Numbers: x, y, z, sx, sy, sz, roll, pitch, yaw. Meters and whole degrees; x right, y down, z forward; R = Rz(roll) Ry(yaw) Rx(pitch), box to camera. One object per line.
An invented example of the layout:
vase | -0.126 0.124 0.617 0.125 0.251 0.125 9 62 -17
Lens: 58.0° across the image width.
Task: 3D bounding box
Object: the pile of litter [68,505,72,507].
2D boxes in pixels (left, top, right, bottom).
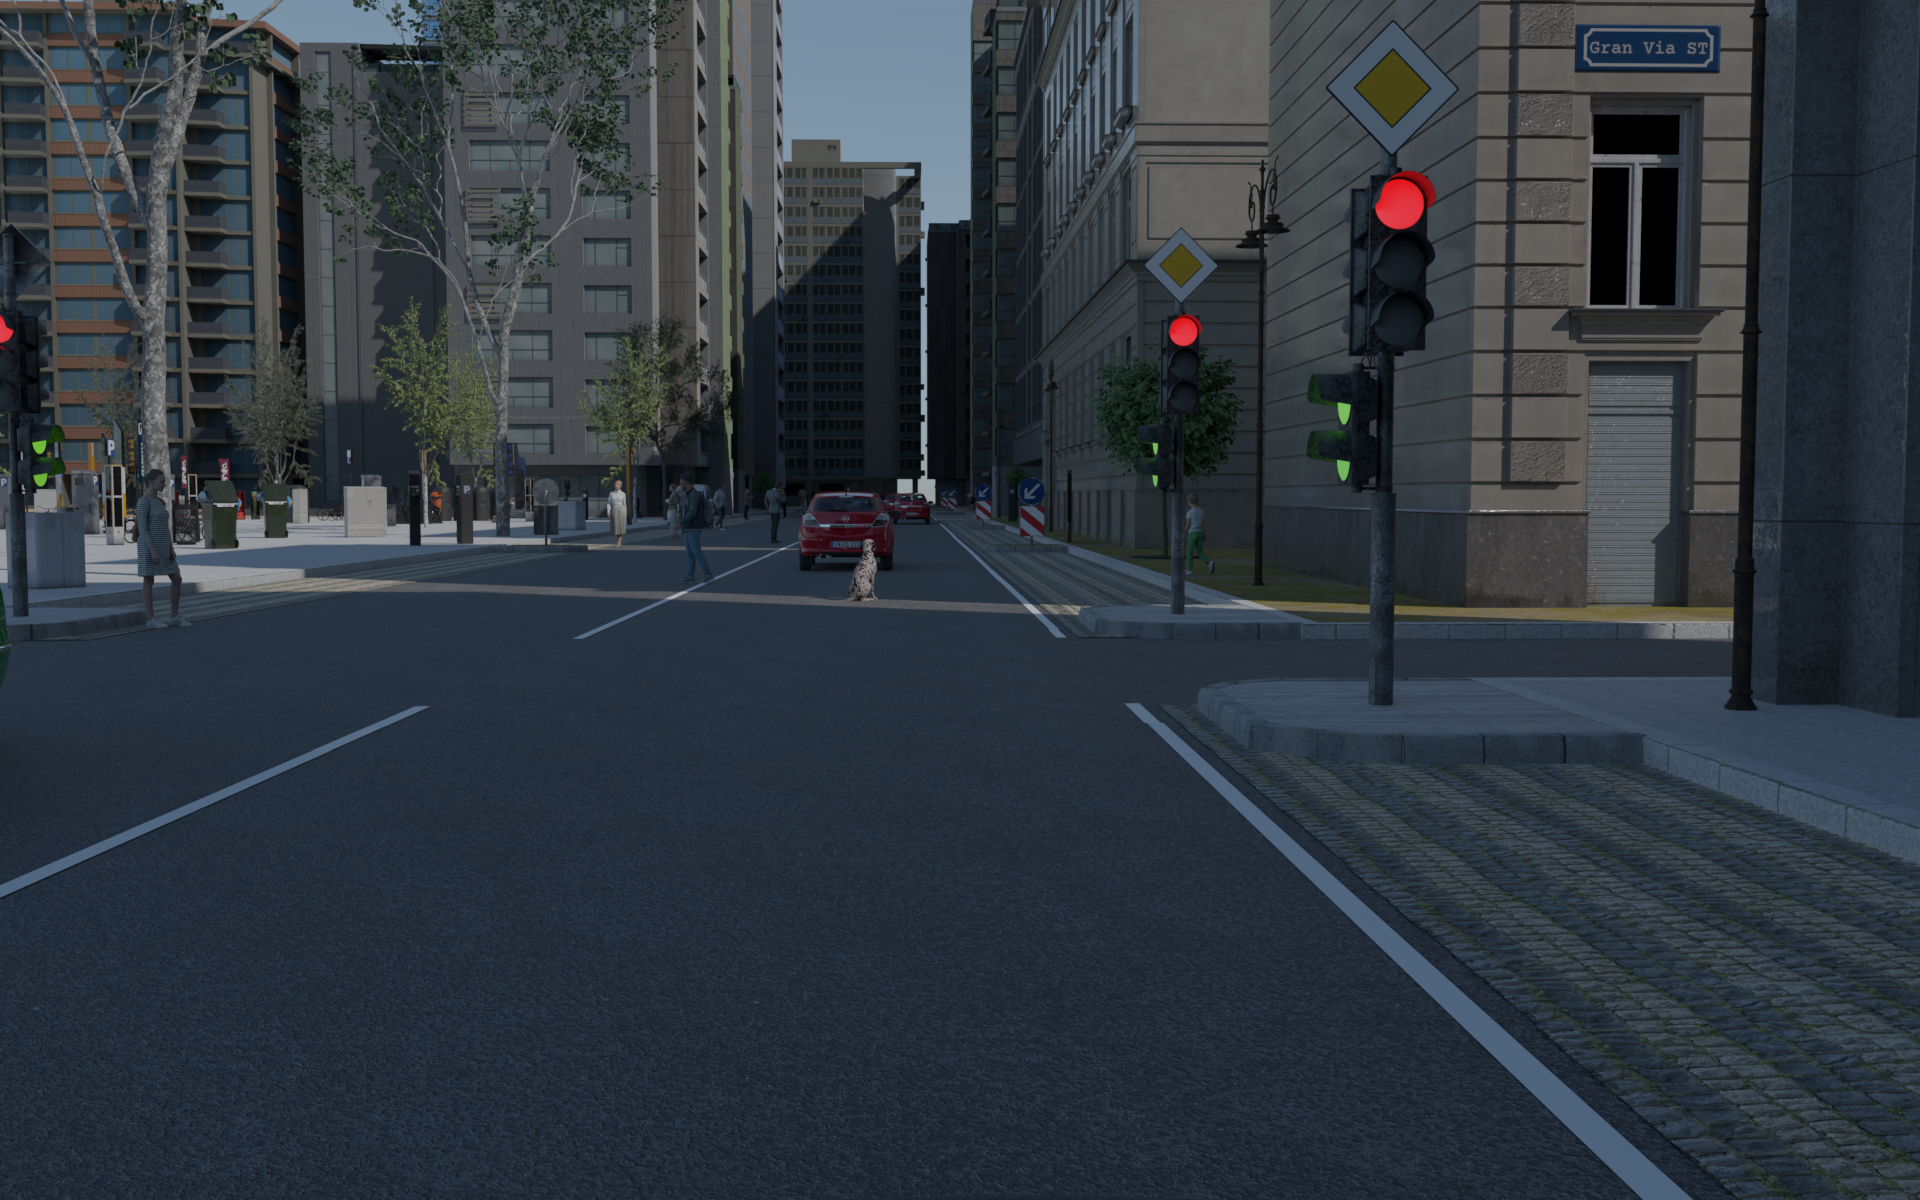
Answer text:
pile of litter | -37.946 -3.637 73.430 1.176 0.858 1.719 0 4 3

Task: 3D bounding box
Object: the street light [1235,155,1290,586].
street light | 4.181 -3.139 24.105 0.468 5.910 1.993 0 4 -2

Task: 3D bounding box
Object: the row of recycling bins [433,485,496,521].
row of recycling bins | -23.374 -4.631 82.832 3.534 1.692 1.069 -2 4 -32

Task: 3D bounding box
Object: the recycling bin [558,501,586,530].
recycling bin | -13.822 -3.007 61.723 0.722 1.027 0.722 1 4 19

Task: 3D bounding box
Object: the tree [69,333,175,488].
tree | -38.825 -7.950 80.343 4.360 8.622 3.978 0 3 0

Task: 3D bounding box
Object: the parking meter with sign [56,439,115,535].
parking meter with sign | -27.774 -3.591 54.980 1.738 3.016 0.543 0 3 0

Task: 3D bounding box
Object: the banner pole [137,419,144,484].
banner pole | -23.854 -3.723 50.887 0.401 3.779 0.863 1 4 15

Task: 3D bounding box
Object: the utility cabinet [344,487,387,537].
utility cabinet | -17.658 -2.617 51.463 1.173 1.500 0.318 -3 4 -38

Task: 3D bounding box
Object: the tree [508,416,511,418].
tree | -24.460 -8.353 86.926 4.737 8.622 4.395 0 3 0

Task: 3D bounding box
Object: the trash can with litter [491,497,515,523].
trash can with litter | -20.487 -4.043 77.498 0.624 1.170 1.055 2 4 25

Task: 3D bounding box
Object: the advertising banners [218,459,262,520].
advertising banners | -35.839 -5.508 86.239 2.074 3.025 0.090 -3 5 -44

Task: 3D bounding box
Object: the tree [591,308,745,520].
tree | -14.522 -9.274 86.037 8.767 10.594 7.601 1 4 10

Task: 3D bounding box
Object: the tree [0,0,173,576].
tree | -13.356 -10.524 27.958 12.611 20.169 13.585 0 3 0

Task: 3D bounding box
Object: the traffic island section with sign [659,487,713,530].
traffic island section with sign | -11.101 -3.776 70.367 1.989 1.847 2.006 0 4 -2

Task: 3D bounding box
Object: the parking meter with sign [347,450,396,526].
parking meter with sign | -23.347 -4.435 68.779 1.738 3.016 0.543 -2 4 -33

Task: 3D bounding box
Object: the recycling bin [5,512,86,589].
recycling bin | -12.546 -0.686 23.773 0.722 1.027 0.722 2 4 28

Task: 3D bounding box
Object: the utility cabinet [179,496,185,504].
utility cabinet | -35.896 -4.195 79.742 0.306 1.237 1.020 -1 4 -18

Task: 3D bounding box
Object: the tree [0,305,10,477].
tree | -38.931 -7.128 66.901 4.737 8.622 4.395 0 3 0

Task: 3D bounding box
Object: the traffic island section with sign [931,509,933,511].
traffic island section with sign | -1.445 -8.476 147.208 1.989 1.847 2.006 0 4 -2

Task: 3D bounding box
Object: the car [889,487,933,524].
car | -2.347 -4.551 83.441 2.155 1.783 4.494 0 4 -2

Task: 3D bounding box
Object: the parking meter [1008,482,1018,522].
parking meter | 2.470 -4.582 80.631 0.399 1.863 0.255 1 4 15

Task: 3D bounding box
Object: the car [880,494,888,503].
car | -5.858 -8.126 142.639 2.009 1.686 4.222 0 4 0

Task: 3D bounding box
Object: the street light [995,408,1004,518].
street light | 2.138 -7.368 93.262 0.468 5.910 1.993 0 4 -2

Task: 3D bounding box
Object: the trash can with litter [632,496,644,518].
trash can with litter | -17.336 -4.967 92.603 0.624 1.170 1.055 1 4 14

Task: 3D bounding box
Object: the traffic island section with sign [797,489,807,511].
traffic island section with sign | -13.396 -8.518 147.894 1.989 1.847 2.006 0 4 -2

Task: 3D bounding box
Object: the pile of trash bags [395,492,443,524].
pile of trash bags | -23.341 -4.001 75.176 1.912 1.369 3.447 0 4 7

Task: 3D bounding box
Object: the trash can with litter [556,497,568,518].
trash can with litter | -16.361 -3.609 70.400 1.055 1.170 0.624 -1 4 -15

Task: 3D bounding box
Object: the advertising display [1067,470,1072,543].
advertising display | 2.924 -2.510 46.245 0.123 1.923 0.974 0 4 4

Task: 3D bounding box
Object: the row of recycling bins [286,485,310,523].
row of recycling bins | -30.298 -4.382 78.765 1.069 1.692 3.534 -2 4 -31

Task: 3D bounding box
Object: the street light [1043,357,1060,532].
street light | 3.089 -5.253 58.680 0.468 5.910 1.993 0 4 -2

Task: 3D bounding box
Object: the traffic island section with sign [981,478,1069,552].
traffic island section with sign | 1.633 -2.111 43.142 1.989 1.847 2.006 0 4 -2

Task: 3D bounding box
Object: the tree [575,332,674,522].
tree | -14.910 -7.823 78.268 4.737 8.622 4.395 0 3 0

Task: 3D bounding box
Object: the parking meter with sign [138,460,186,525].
parking meter with sign | -31.151 -4.374 67.771 1.738 3.016 0.543 0 4 5

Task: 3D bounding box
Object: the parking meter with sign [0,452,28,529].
parking meter with sign | -34.864 -4.116 63.550 0.543 3.016 1.738 1 4 12

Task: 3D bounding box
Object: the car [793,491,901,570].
car | -2.223 -1.529 34.045 2.155 1.783 4.494 0 4 -3

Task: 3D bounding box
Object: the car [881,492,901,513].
car | -3.732 -5.875 105.091 2.155 1.783 4.494 0 4 0

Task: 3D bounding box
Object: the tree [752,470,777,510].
tree | -15.914 -8.990 141.593 1.663 3.219 1.824 0 3 0

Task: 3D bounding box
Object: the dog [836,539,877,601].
dog | -1.421 -0.395 23.300 0.800 0.831 0.513 -2 4 -26

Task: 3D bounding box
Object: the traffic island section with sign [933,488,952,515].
traffic island section with sign | -0.662 -6.828 120.264 1.989 1.847 2.006 0 4 -2

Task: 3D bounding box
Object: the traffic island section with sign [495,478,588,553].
traffic island section with sign | -10.283 -2.090 42.800 1.989 1.847 2.006 0 4 -2

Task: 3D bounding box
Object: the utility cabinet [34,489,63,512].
utility cabinet | -42.750 -4.440 81.275 1.173 1.500 0.318 -1 4 -15

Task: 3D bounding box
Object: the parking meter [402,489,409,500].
parking meter | -28.518 -4.935 89.097 0.372 1.533 0.369 0 3 0

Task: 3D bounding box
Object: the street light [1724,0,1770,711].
street light | 4.658 -2.285 10.155 0.468 5.910 1.993 0 4 -2

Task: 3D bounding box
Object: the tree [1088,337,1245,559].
tree | 4.181 -3.120 34.721 4.285 4.588 4.351 0 3 0

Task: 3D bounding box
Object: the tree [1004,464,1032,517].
tree | 3.304 -6.189 95.790 1.663 3.219 1.824 0 3 0

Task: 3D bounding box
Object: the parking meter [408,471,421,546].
parking meter | -13.549 -2.283 43.033 0.255 1.863 0.399 -1 4 -21

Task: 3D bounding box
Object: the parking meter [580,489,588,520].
parking meter | -18.569 -4.723 85.635 0.372 1.533 0.369 0 3 0

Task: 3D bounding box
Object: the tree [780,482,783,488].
tree | -15.789 -9.333 147.203 1.663 3.219 1.824 0 3 0

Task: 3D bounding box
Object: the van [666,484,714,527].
van | -11.405 -4.065 73.470 2.013 2.044 4.112 0 4 -3

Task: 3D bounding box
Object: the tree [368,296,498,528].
tree | -19.997 -7.037 65.420 4.737 8.622 4.395 0 3 0

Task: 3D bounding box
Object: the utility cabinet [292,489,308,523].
utility cabinet | -28.767 -4.085 75.471 0.318 1.500 1.173 0 4 -5

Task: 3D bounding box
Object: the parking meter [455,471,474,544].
parking meter | -12.728 -2.370 44.453 0.255 1.863 0.399 3 5 44

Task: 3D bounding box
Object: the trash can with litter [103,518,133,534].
trash can with litter | -27.336 -2.817 57.120 1.678 1.210 2.233 2 4 26

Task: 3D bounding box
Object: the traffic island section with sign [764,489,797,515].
traffic island section with sign | -12.587 -6.838 120.437 1.989 1.847 2.006 0 4 -2

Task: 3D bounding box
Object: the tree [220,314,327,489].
tree | -27.778 -7.358 70.662 4.360 8.622 3.978 0 3 0

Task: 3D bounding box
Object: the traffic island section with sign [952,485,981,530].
traffic island section with sign | 0.815 -3.783 70.472 1.989 1.847 2.006 0 4 -2

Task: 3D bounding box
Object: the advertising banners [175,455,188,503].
advertising banners | -35.028 -4.960 77.279 0.090 3.025 2.074 0 4 8

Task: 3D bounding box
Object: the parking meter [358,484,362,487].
parking meter | -31.638 -5.254 91.608 0.399 1.863 0.255 1 4 13

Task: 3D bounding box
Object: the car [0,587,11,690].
car | -6.082 0.074 7.589 1.959 1.807 4.718 0 4 -1
